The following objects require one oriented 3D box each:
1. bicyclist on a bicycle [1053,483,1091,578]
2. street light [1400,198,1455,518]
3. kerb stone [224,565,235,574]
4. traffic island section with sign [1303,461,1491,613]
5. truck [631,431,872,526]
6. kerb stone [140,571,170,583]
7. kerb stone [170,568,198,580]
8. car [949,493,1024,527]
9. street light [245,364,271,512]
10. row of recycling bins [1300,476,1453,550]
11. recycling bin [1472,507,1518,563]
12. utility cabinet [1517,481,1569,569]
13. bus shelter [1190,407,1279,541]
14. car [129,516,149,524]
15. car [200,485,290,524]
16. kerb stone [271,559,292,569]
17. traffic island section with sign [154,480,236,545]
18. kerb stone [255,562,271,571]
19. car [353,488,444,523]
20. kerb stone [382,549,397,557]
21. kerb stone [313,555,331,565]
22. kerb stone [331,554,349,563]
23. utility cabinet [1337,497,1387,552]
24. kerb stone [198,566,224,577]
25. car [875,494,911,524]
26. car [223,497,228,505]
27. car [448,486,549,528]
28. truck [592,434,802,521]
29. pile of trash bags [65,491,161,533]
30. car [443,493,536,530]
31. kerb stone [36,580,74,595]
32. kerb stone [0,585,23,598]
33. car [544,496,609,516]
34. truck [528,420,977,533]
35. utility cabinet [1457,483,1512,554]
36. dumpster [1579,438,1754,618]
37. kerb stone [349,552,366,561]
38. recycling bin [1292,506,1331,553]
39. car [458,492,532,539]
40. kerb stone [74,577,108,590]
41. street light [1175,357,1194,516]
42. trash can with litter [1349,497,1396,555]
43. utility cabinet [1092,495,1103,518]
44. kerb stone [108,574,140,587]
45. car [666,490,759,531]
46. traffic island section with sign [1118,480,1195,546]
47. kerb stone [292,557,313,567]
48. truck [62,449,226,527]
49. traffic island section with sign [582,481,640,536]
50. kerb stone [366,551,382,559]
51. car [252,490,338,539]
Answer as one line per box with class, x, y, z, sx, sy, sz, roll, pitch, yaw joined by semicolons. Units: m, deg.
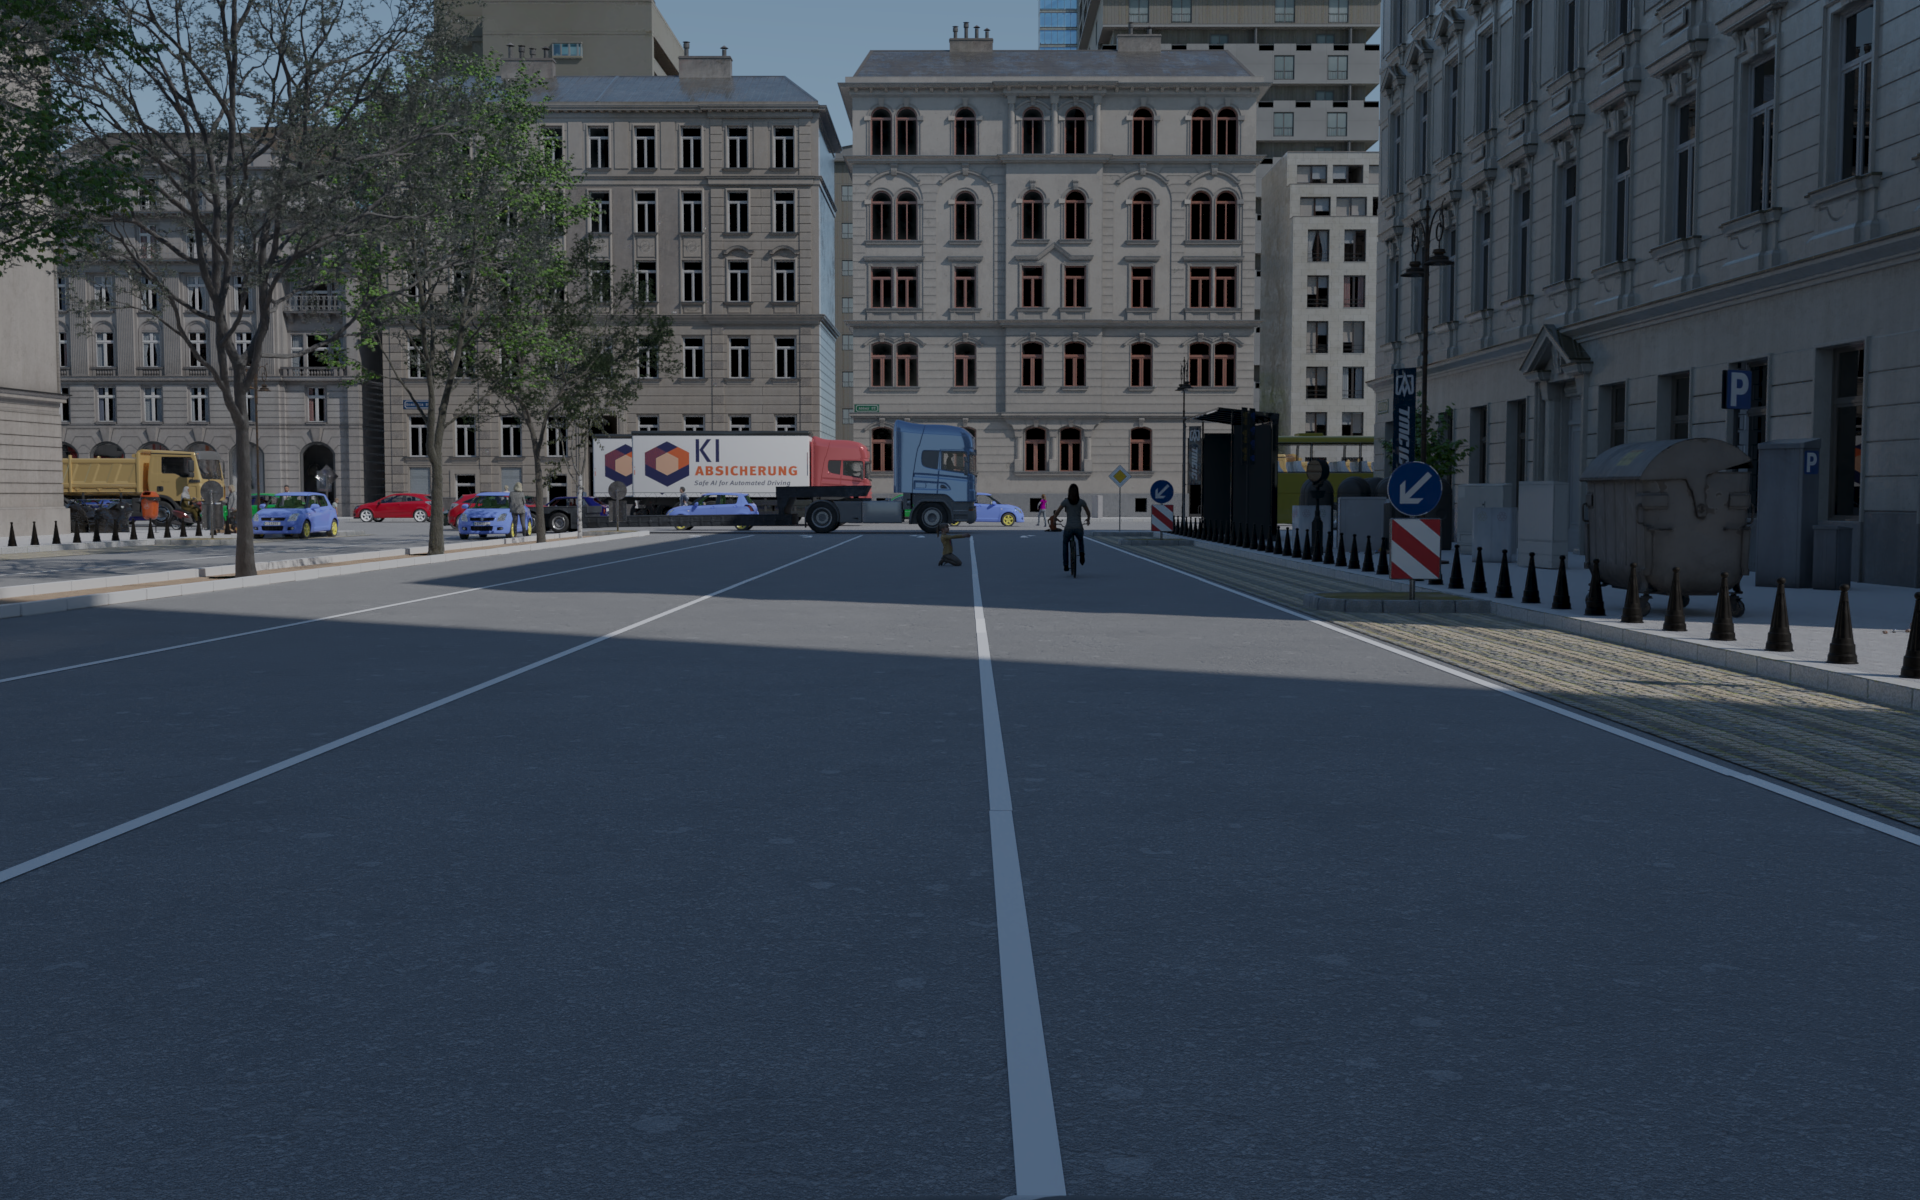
bicyclist on a bicycle;1.960;-1.223;30.012;1.499;1.676;1.625;0;4;1
street light;7.348;-3.339;27.386;0.468;5.910;1.993;0;4;0
kerb stone;-13.113;-0.547;31.141;0.120;0.150;1.000;0;4;0
traffic island section with sign;5.378;-0.797;21.651;1.989;1.847;2.006;0;4;0
truck;-8.958;-5.451;78.031;11.283;4.237;2.839;0;4;-1
kerb stone;-13.123;-0.353;28.050;0.120;0.150;1.000;0;4;0
kerb stone;-13.121;-0.421;29.087;0.120;0.150;1.000;0;4;0
car;1.014;-4.118;76.913;3.694;1.707;1.945;0;4;-1
street light;-23.847;-5.259;58.774;0.468;5.910;1.993;0;4;0
row of recycling bins;9.652;-2.029;40.291;3.534;1.692;1.069;2;4;24
recycling bin;10.088;-1.230;32.673;0.722;1.027;0.722;2;4;26
utility cabinet;10.082;-1.299;29.924;0.318;1.500;1.173;-1;4;-11
bus shelter;7.858;-3.585;49.898;1.731;3.624;6.357;0;4;0
car;-38.099;-4.189;81.067;3.894;1.354;1.945;0;4;2
car;-29.063;-3.844;71.651;4.718;1.807;1.959;0;4;-1
kerb stone;-13.101;-0.667;33.195;0.120;0.150;1.000;0;4;0
traffic island section with sign;-21.495;-2.486;49.271;1.989;1.847;2.006;0;4;0
kerb stone;-13.114;-0.609;32.168;0.120;0.150;1.000;0;4;0
car;-28.616;-4.837;88.132;4.494;1.783;2.155;0;4;2
kerb stone;-13.080;-1.044;39.380;0.120;0.150;1.000;0;4;0
kerb stone;-13.099;-0.799;35.264;0.120;0.150;1.000;0;4;0
kerb stone;-13.089;-0.862;36.291;0.120;0.150;1.000;0;4;0
utility cabinet;8.951;-1.678;38.590;1.020;1.237;0.306;0;4;2
kerb stone;-13.113;-0.484;30.113;0.120;0.150;1.000;0;4;0
car;-2.646;-4.660;84.985;4.718;1.807;1.959;0;4;1
car;-37.099;-4.638;88.407;3.894;1.354;1.945;0;4;0
car;-17.613;-3.573;67.454;4.494;1.783;2.155;0;4;0
truck;-11.519;-5.690;81.938;11.283;4.237;2.839;0;4;2
pile of trash bags;-28.066;-2.914;57.401;3.447;1.369;1.912;1;4;11
car;-18.958;-3.699;70.270;4.222;1.686;2.009;0;4;-2
kerb stone;-13.135;-0.170;24.969;0.120;0.150;1.000;0;4;0
kerb stone;-13.139;-0.107;23.941;0.120;0.150;1.000;0;4;0
car;-16.748;-3.707;73.187;3.894;1.354;1.945;0;4;-1
truck;-8.063;-4.521;63.681;18.799;4.110;2.967;0;4;1
utility cabinet;10.998;-1.693;36.357;0.318;1.500;1.173;-2;4;-34
dumpster;7.604;-0.790;18.673;1.264;1.857;1.865;0;3;0
kerb stone;-13.090;-0.923;37.319;0.120;0.150;1.000;0;4;0
recycling bin;7.702;-1.555;37.974;0.722;1.027;0.722;0;3;0
car;-15.021;-2.837;55.982;1.945;1.707;3.694;0;4;-2
kerb stone;-13.131;-0.232;25.996;0.120;0.150;1.000;0;4;0
street light;7.555;-5.242;58.497;0.468;5.910;1.993;0;4;0
trash can with litter;9.131;-1.577;36.835;1.678;1.210;2.233;0;4;-1
utility cabinet;7.402;-5.024;93.297;0.306;1.237;1.020;-1;4;-14
kerb stone;-13.128;-0.294;27.023;0.120;0.150;1.000;0;4;0
car;-9.823;-3.607;68.564;3.694;1.707;1.945;0;4;0
traffic island section with sign;5.476;-2.446;48.619;1.989;1.847;2.006;0;4;0
kerb stone;-13.097;-0.736;34.229;0.120;0.150;1.000;0;4;0
truck;-36.805;-4.922;76.401;9.791;3.379;3.469;0;4;1
traffic island section with sign;-11.951;-3.161;59.814;2.006;1.907;1.989;0;4;0
kerb stone;-13.092;-0.984;38.354;0.120;0.150;1.000;0;4;0
car;-21.615;-2.854;56.255;1.945;1.707;3.694;0;4;1
